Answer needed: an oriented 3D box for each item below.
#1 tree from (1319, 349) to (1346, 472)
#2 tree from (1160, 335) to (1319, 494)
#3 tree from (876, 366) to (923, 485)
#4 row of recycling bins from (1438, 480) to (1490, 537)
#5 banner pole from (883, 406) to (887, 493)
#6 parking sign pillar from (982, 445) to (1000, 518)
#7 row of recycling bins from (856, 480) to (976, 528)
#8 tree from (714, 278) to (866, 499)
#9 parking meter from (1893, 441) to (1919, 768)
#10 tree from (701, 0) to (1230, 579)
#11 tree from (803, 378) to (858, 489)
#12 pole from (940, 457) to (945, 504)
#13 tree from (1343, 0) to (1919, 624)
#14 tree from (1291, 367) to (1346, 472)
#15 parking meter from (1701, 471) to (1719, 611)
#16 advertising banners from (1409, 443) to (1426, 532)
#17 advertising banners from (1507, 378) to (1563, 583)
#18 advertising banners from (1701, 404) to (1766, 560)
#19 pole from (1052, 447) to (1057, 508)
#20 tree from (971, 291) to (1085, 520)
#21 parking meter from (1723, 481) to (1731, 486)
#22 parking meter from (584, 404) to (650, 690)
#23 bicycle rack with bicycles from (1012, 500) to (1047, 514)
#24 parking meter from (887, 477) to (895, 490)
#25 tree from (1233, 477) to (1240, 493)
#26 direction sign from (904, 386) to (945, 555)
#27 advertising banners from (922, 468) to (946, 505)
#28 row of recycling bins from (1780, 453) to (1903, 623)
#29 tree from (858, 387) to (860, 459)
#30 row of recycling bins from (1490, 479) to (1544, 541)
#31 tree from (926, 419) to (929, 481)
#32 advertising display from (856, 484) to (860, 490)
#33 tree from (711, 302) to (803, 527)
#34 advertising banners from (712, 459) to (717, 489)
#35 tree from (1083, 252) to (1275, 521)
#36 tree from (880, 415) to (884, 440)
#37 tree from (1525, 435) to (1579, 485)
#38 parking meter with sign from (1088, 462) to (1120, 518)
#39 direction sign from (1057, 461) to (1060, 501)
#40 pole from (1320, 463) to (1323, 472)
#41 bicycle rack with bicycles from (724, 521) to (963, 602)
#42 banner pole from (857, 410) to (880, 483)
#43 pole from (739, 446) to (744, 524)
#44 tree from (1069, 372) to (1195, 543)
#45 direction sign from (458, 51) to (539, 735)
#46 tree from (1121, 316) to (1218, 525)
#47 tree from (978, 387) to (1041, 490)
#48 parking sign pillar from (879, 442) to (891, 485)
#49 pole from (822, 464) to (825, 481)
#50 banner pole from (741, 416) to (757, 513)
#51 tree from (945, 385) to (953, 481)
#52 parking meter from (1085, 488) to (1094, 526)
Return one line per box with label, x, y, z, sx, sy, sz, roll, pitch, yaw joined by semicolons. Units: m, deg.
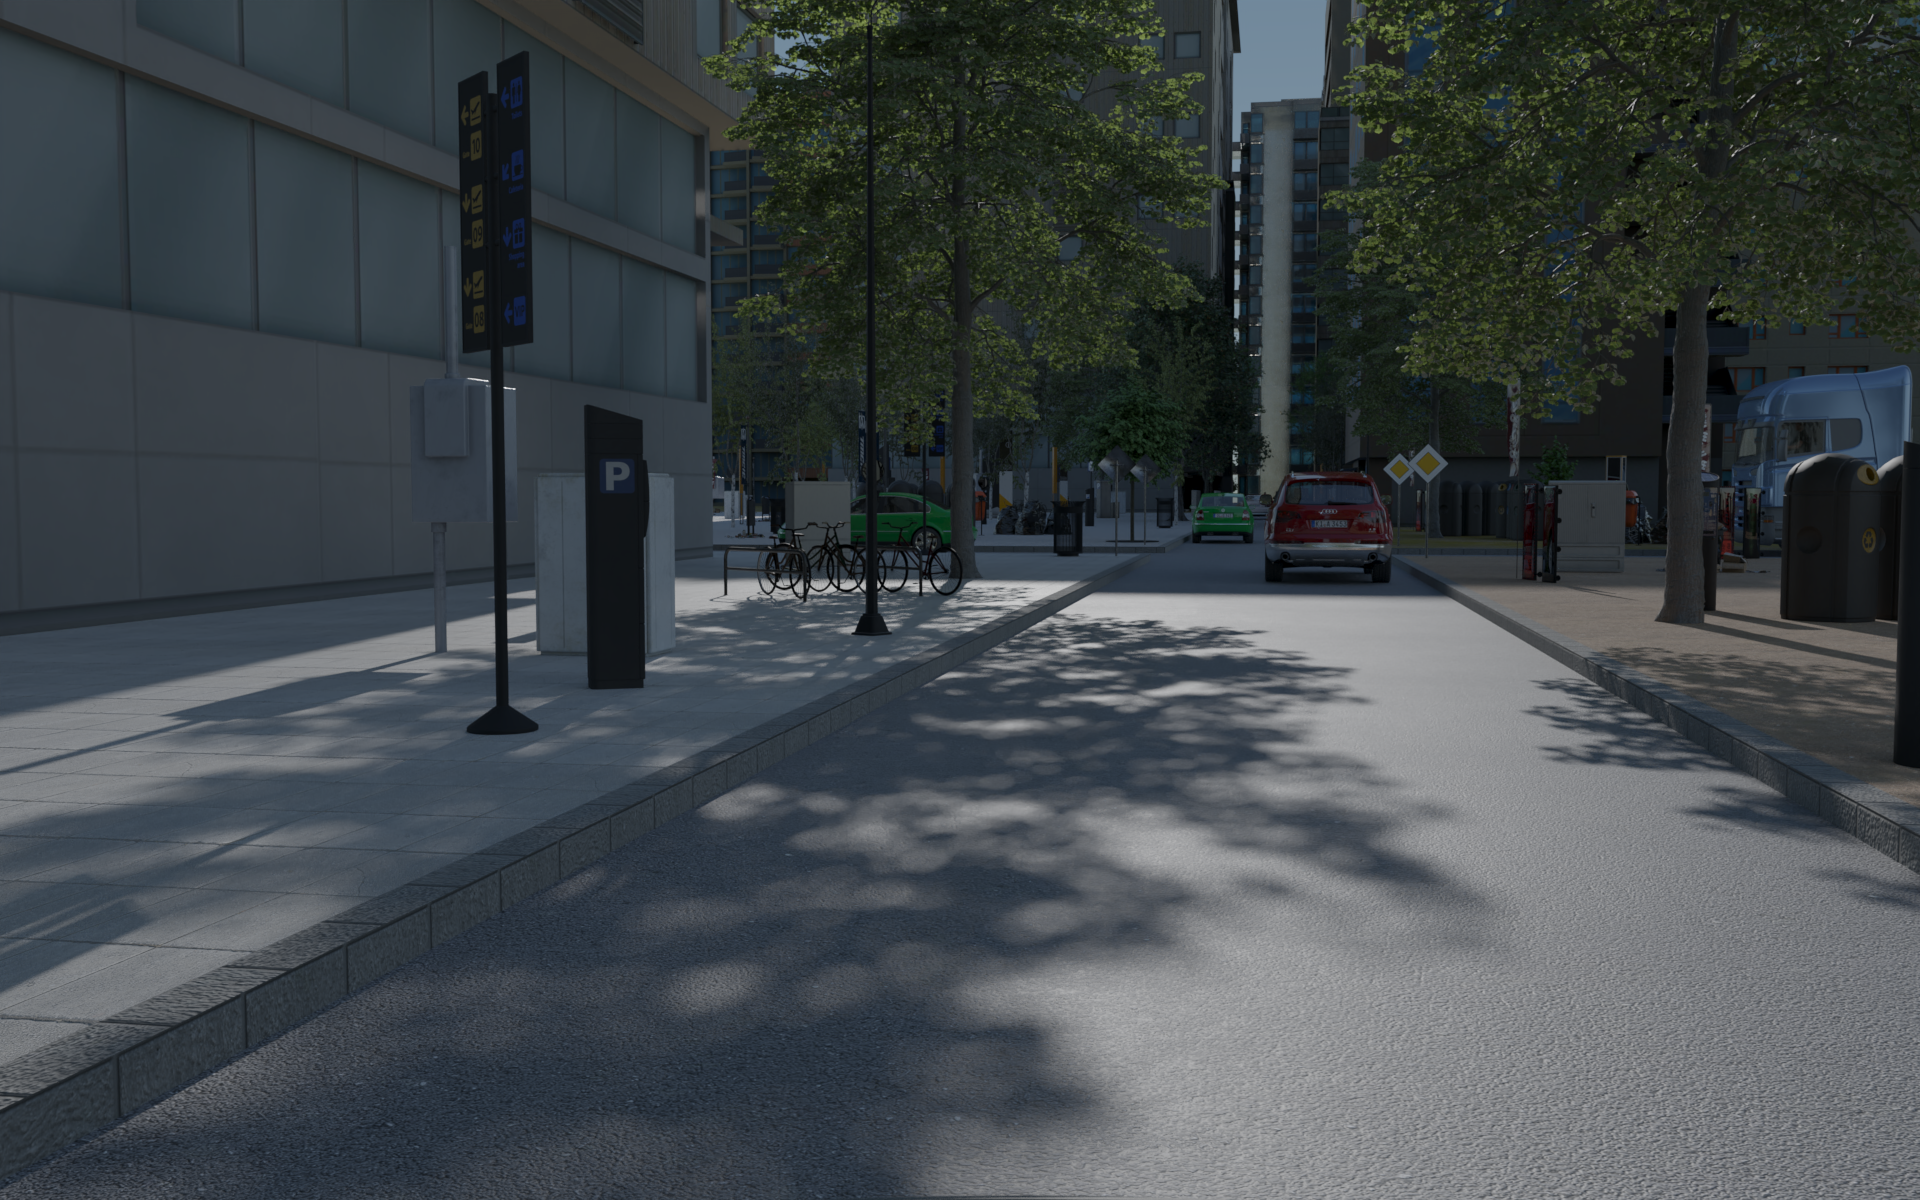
tree;26.376;-11.960;121.303;9.928;11.665;9.643;0;3;0
tree;15.969;-11.406;112.244;9.928;11.665;9.643;0;3;0
tree;-4.579;-7.473;72.548;4.360;8.622;3.978;0;3;0
row of recycling bins;15.892;-2.828;53.345;3.534;1.692;1.069;-3;4;-37
banner pole;-2.347;-3.609;49.020;0.863;3.779;0.401;0;4;2
parking sign pillar;1.636;-6.317;91.761;1.447;3.967;1.447;-2;4;-33
row of recycling bins;-1.289;-2.686;51.033;3.534;1.692;1.069;-1;4;-9
tree;-5.777;-6.598;58.237;4.360;8.622;3.978;0;3;0
parking meter;4.630;0.016;8.157;0.372;1.533;0.369;0;3;0
tree;0.064;-6.573;25.596;7.486;12.596;7.792;0;3;0
tree;-8.783;-8.975;97.097;4.737;8.622;4.395;0;3;0
pole;-0.744;-4.941;74.629;0.158;3.312;0.155;0;3;0
tree;7.635;-6.037;16.831;7.486;12.596;7.792;0;3;0
tree;21.438;-9.102;99.177;4.360;8.622;3.978;0;3;0
parking meter;8.171;-0.656;19.139;0.372;1.533;0.369;0;3;0
advertising banners;15.689;-3.848;59.108;0.090;3.025;2.074;0;4;-6
advertising banners;8.507;-1.808;25.755;0.090;3.025;2.074;0;4;-3
advertising banners;15.025;-2.307;33.900;2.074;3.025;0.090;-2;4;-26
pole;4.121;-4.988;75.400;0.158;3.312;0.155;0;3;0
tree;2.232;-6.620;58.605;4.360;8.622;3.978;0;3;0
parking meter;33.296;-4.244;75.108;0.399;1.863;0.255;-2;4;-33
parking meter;-2.267;-0.352;11.467;0.399;1.863;0.255;-1;4;-18
bicycle rack with bicycles;3.871;-6.007;111.599;2.852;0.926;2.925;-2;4;-29
parking meter;-2.458;-3.369;60.801;0.255;1.863;0.399;-2;4;-29
tree;25.543;-10.344;163.718;1.663;3.219;1.824;0;3;0
direction sign;-0.742;-2.706;36.235;0.876;3.537;0.379;1;4;12
advertising banners;-1.567;-7.375;116.768;2.074;3.025;0.090;-1;4;-8
row of recycling bins;10.185;-0.647;17.698;3.534;1.692;1.069;0;4;-2
tree;-8.427;-9.316;102.673;4.737;8.622;4.395;0;3;0
row of recycling bins;15.891;-2.558;48.944;1.069;1.692;3.534;1;4;8
tree;-3.085;-8.783;93.963;4.360;8.622;3.978;0;3;0
advertising display;-6.463;-6.784;116.125;0.974;1.923;0.123;0;4;8
tree;-8.760;-7.114;66.679;4.737;8.622;4.395;0;3;0
advertising banners;-13.081;-5.501;86.124;2.074;3.025;0.090;1;4;8
tree;10.314;-10.122;82.496;9.611;12.733;9.660;0;3;0
tree;-7.011;-9.880;111.902;4.737;8.622;4.395;0;3;0
tree;19.196;-3.768;56.202;1.663;3.219;1.824;0;3;0
parking meter with sign;7.616;-5.824;91.482;1.738;3.016;0.543;-2;4;-29
direction sign;6.468;-7.482;114.325;0.379;3.537;0.876;-2;4;-30
pole;23.905;-7.377;114.462;0.158;3.312;0.155;0;3;0
bicycle rack with bicycles;-1.731;-0.529;22.037;2.852;0.926;2.925;-3;4;-39
banner pole;-2.532;-3.423;45.989;0.401;3.779;0.863;1;4;22
pole;-9.252;-4.856;73.242;0.158;3.312;0.155;0;3;0
tree;4.699;-3.826;46.264;4.285;4.588;4.351;0;3;0
direction sign;-2.481;-1.058;9.293;0.379;3.537;0.876;-3;4;-38
tree;8.659;-7.369;70.849;4.737;8.622;4.395;0;3;0
tree;3.230;-10.228;117.595;4.737;8.622;4.395;0;3;0
parking sign pillar;-4.262;-6.249;90.642;1.447;3.967;1.447;1;4;23
pole;-8.540;-7.012;108.485;0.158;3.312;0.155;0;3;0
banner pole;-6.844;-3.993;55.303;0.401;3.779;0.863;1;4;15
tree;1.425;-8.249;85.232;4.360;8.622;3.978;0;3;0
parking meter;5.150;-3.694;68.814;0.372;1.533;0.369;0;3;0
